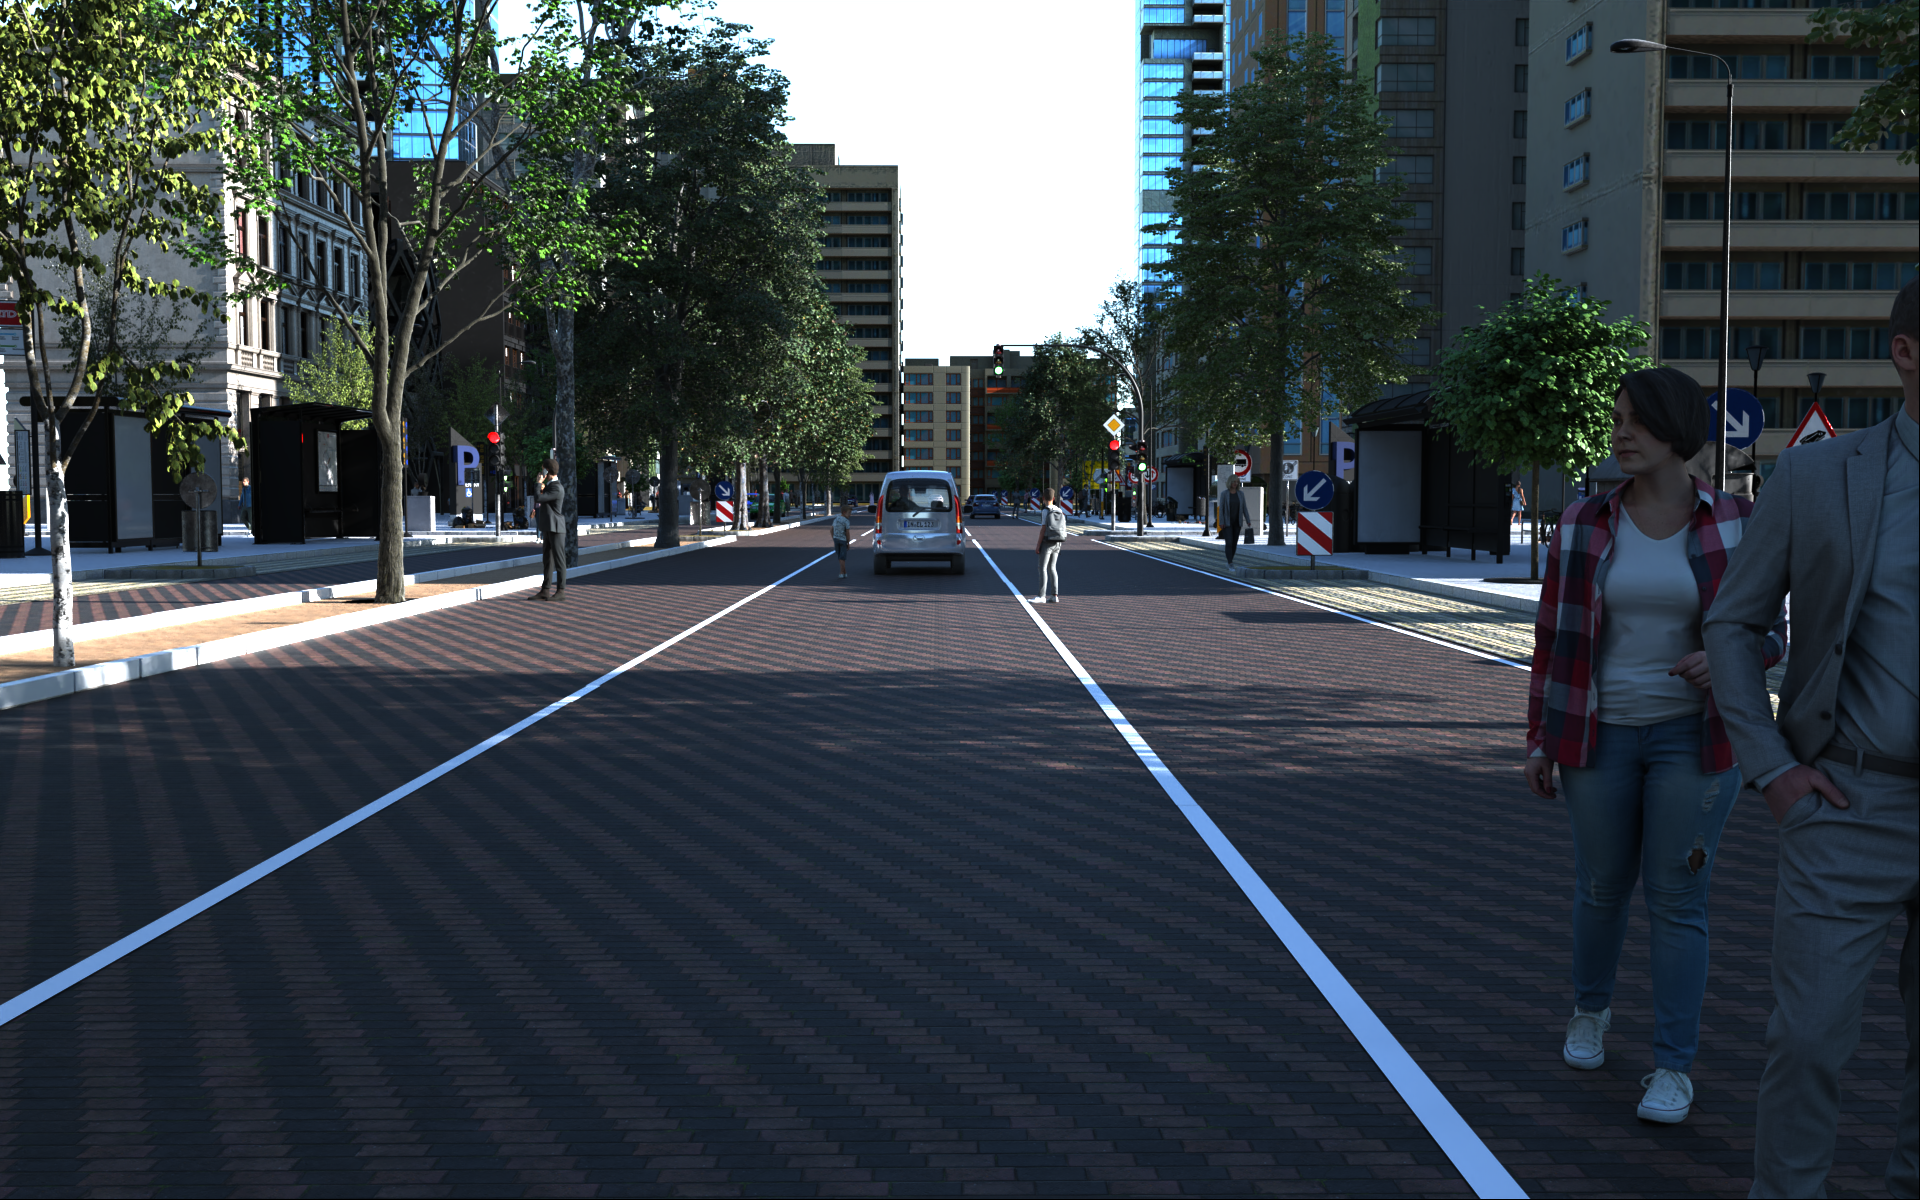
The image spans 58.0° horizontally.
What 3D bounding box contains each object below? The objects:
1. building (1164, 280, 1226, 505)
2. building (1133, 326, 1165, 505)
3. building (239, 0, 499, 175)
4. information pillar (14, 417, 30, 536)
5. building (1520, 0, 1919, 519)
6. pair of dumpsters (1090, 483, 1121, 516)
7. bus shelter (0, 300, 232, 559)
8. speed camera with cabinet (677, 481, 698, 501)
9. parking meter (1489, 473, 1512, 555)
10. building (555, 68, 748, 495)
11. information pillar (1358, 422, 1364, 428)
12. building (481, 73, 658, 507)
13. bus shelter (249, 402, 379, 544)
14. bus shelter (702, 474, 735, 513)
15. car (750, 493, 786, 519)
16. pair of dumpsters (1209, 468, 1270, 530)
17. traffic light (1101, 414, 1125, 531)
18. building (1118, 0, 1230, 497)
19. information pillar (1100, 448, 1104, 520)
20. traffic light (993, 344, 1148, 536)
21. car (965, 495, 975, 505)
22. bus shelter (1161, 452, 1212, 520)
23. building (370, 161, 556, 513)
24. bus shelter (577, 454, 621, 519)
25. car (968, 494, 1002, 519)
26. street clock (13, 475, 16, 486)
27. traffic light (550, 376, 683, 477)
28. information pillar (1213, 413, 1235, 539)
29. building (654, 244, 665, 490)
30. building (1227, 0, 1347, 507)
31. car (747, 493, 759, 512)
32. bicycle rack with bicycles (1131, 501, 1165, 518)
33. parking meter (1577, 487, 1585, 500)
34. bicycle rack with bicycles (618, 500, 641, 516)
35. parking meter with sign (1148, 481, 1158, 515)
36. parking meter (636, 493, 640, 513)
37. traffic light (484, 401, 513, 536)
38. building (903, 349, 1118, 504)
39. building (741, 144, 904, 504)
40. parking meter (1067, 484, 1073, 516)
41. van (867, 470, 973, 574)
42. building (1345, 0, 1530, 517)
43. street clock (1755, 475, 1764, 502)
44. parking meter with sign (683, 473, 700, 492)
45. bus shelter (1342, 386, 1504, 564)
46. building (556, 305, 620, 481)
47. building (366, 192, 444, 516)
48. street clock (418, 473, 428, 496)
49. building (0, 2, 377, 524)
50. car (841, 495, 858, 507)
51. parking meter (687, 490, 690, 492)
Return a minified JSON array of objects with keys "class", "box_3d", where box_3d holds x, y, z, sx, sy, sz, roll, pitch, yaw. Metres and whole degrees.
[{"class":"building","box_3d":[34.213,-18.950,154.880,27.650,21.520,28.899,0,4,-1]},{"class":"building","box_3d":[33.887,-20.741,184.148,27.650,21.520,28.899,0,4,-1]},{"class":"building","box_3d":[-61.959,-53.268,183.599,31.000,86.520,22.319,0,4,-1]},{"class":"information pillar","box_3d":[-28.611,-3.760,52.828,0.504,3.616,0.183,2,4,24]},{"class":"building","box_3d":[39.847,-28.214,85.005,21.600,48.544,21.300,0,4,-1]},{"class":"pair of dumpsters","box_3d":[8.773,-6.267,104.952,1.574,2.255,4.437,0,4,-1]},{"class":"bus shelter","box_3d":[-19.066,-3.726,38.556,2.179,5.291,8.768,0,4,-1]},{"class":"speed camera with cabinet","box_3d":[-18.492,-7.448,116.103,2.038,3.252,0.660,-2,4,-29]},{"class":"parking meter","box_3d":[11.374,-1.878,36.415,0.255,1.863,0.399,-2,4,-34]},{"class":"building","box_3d":[-43.787,-42.854,242.656,28.212,58.520,21.231,0,4,-1]},{"class":"information pillar","box_3d":[11.595,-3.578,49.849,0.183,3.616,0.504,3,5,42]},{"class":"building","box_3d":[-38.214,-29.817,171.097,14.154,41.232,14.086,0,4,-1]},{"class":"bus shelter","box_3d":[-17.290,-3.418,47.169,1.731,3.624,6.357,0,4,-1]},{"class":"bus shelter","box_3d":[-17.377,-8.898,123.121,2.179,5.291,8.768,0,4,-1]},{"class":"car","box_3d":[-11.001,-5.532,99.251,1.959,1.807,4.718,0,4,-1]},{"class":"pair of dumpsters","box_3d":[10.177,-3.704,63.056,1.574,2.255,4.437,0,4,-1]},{"class":"traffic light","box_3d":[5.362,-4.389,60.683,0.839,4.253,0.868,0,4,-1]},{"class":"building","box_3d":[36.603,-56.922,243.352,31.000,86.520,22.319,0,4,-1]},{"class":"information pillar","box_3d":[7.201,-5.874,87.401,0.183,3.616,0.504,1,4,12]},{"class":"traffic light","box_3d":[3.378,-4.762,52.529,4.771,5.953,1.251,0,4,-1]},{"class":"car","box_3d":[1.392,-8.540,152.210,1.945,1.354,3.894,0,4,-3]},{"class":"bus shelter","box_3d":[11.229,-5.580,85.162,2.014,3.302,5.546,0,4,-1]},{"class":"building","box_3d":[-36.769,-17.976,123.585,12.332,23.373,15.834,0,4,-1]},{"class":"bus shelter","box_3d":[-19.970,-7.029,92.559,2.179,5.291,8.768,0,4,-1]},{"class":"car","box_3d":[1.459,-5.494,101.823,2.014,1.417,4.499,0,4,-1]},{"class":"street clock","box_3d":[-34.583,-3.620,63.763,0.358,2.002,0.471,0,4,5]},{"class":"traffic light","box_3d":[-12.007,-5.248,60.471,4.771,5.953,1.251,0,4,-1]},{"class":"information pillar","box_3d":[7.503,-3.523,48.950,0.504,3.616,0.183,1,4,22]},{"class":"building","box_3d":[-39.465,-25.581,189.946,14.107,30.474,14.160,0,4,-1]},{"class":"building","box_3d":[27.482,-29.059,125.222,14.600,45.320,14.200,0,4,-1]},{"class":"car","box_3d":[-14.922,-6.991,123.892,1.945,1.707,3.694,0,4,-1]},{"class":"bicycle rack with bicycles","box_3d":[10.269,-4.878,93.136,2.925,0.926,2.852,-2,4,-28]},{"class":"parking meter","box_3d":[23.130,-3.421,64.344,0.372,1.533,0.369,0,3,0]},{"class":"bicycle rack with bicycles","box_3d":[-20.235,-5.503,103.356,2.852,0.926,2.925,0,4,-2]},{"class":"parking meter with sign","box_3d":[11.684,-6.678,105.443,0.543,3.016,1.738,0,4,-8]},{"class":"parking meter","box_3d":[-21.811,-6.650,117.141,0.372,1.533,0.369,0,3,0]},{"class":"traffic light","box_3d":[-13.991,-3.884,52.424,0.839,4.253,0.868,0,4,-1]},{"class":"building","box_3d":[6.623,-24.613,247.465,28.899,21.520,27.650,0,4,-1]},{"class":"building","box_3d":[-18.870,-37.836,242.327,21.600,48.544,21.300,0,4,-1]},{"class":"parking meter","box_3d":[6.525,-5.928,102.635,0.255,1.863,0.399,-1,4,-13]},{"class":"van","box_3d":[-0.745,-1.546,32.295,2.013,2.044,4.112,0,4,-1]},{"class":"building","box_3d":[30.202,-25.669,103.279,14.154,41.232,14.086,0,4,-1]},{"class":"street clock","box_3d":[29.542,-3.654,64.316,0.358,2.002,0.471,-3,4,-37]},{"class":"parking meter with sign","box_3d":[-20.317,-8.135,129.261,1.738,3.016,0.543,1,4,10]},{"class":"bus shelter","box_3d":[9.207,-2.469,34.292,2.014,3.302,5.546,0,4,-1]},{"class":"building","box_3d":[-45.997,-18.636,149.745,27.650,21.520,28.899,0,4,-1]},{"class":"building","box_3d":[-39.513,-14.321,101.599,16.820,18.784,16.811,0,4,-1]},{"class":"street clock","box_3d":[-18.699,-3.412,60.356,0.358,2.002,0.471,0,4,-1]},{"class":"building","box_3d":[-36.331,-15.552,83.153,11.050,23.489,19.941,0,4,-1]},{"class":"car","box_3d":[-12.607,-11.322,197.695,1.945,1.354,3.894,0,4,1]},{"class":"parking meter","box_3d":[-18.980,-6.923,121.605,0.372,1.533,0.369,0,3,0]}]
